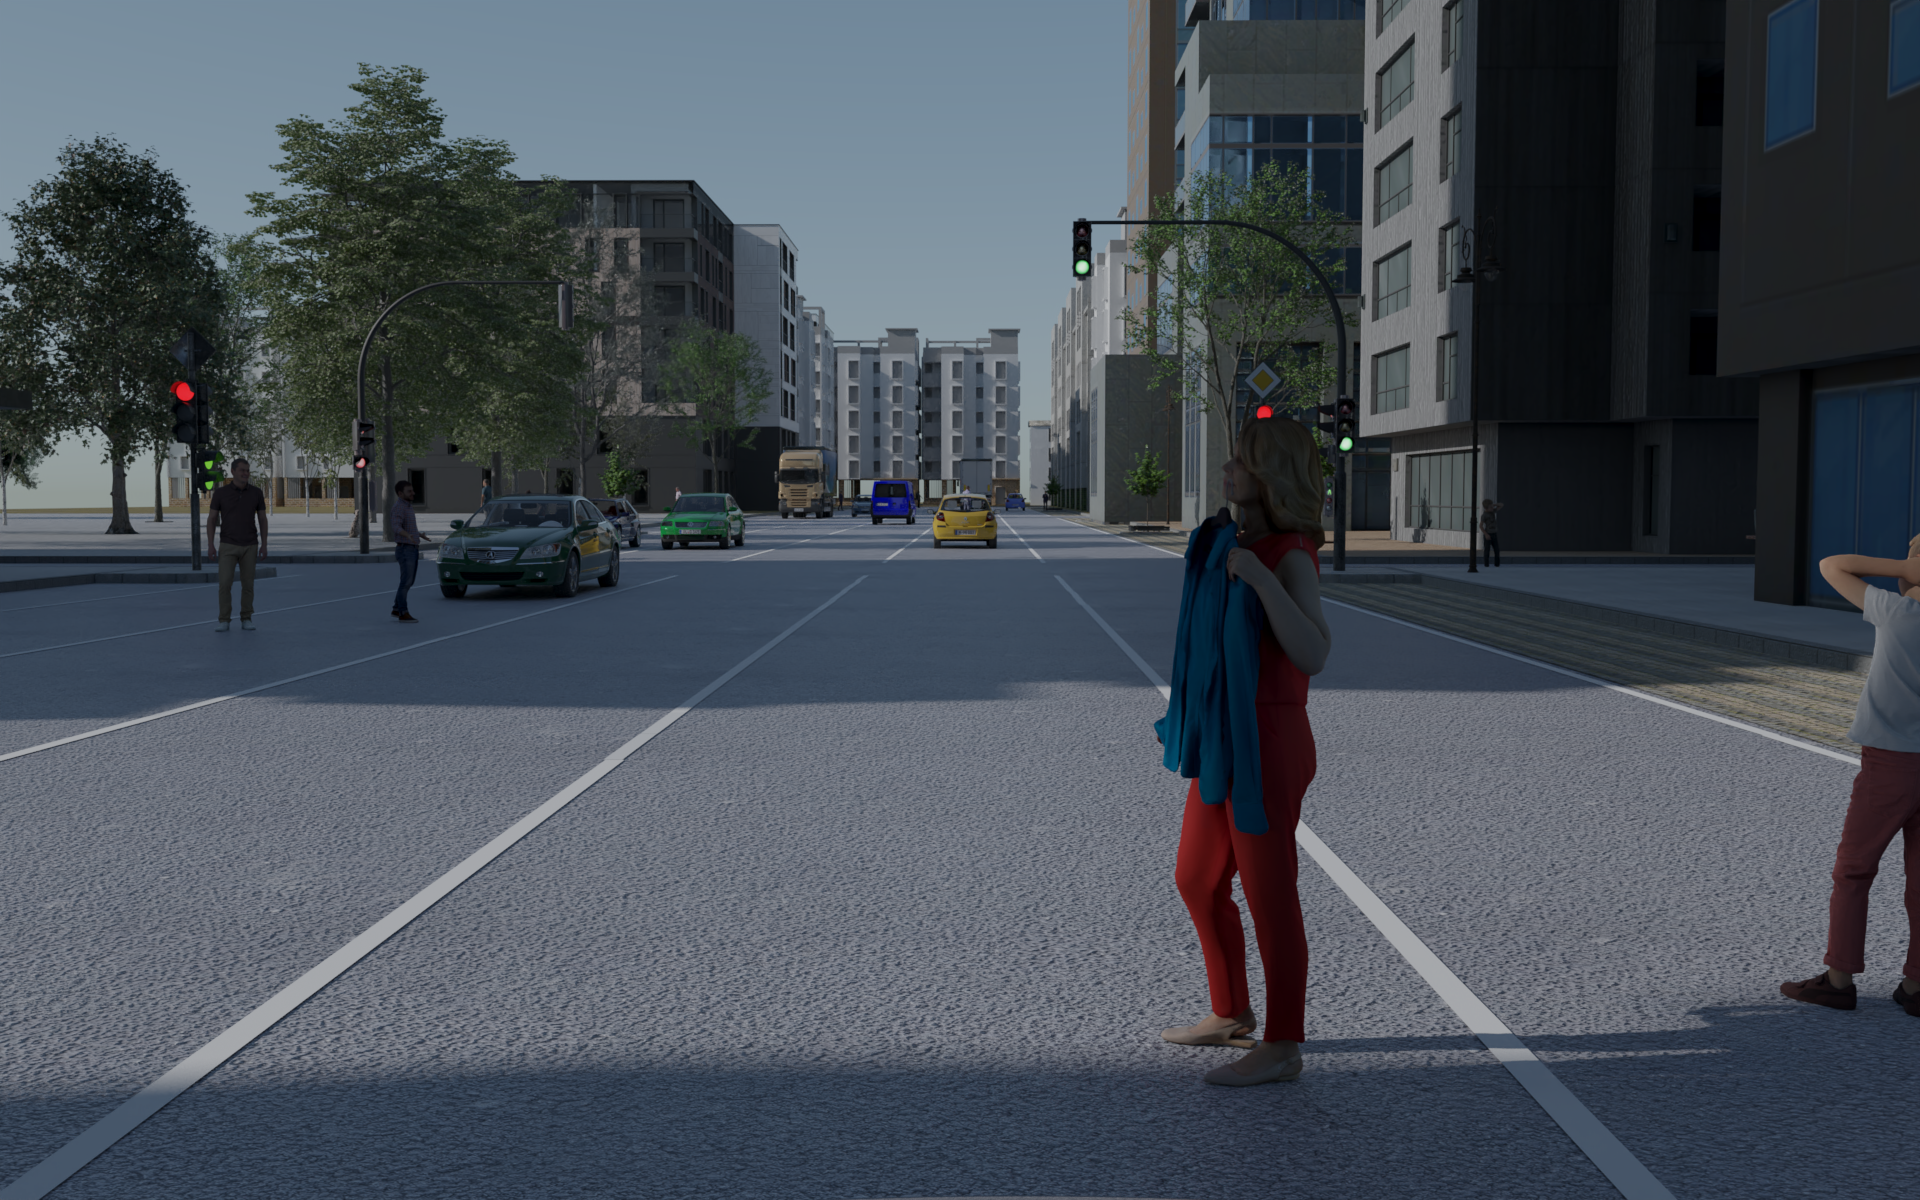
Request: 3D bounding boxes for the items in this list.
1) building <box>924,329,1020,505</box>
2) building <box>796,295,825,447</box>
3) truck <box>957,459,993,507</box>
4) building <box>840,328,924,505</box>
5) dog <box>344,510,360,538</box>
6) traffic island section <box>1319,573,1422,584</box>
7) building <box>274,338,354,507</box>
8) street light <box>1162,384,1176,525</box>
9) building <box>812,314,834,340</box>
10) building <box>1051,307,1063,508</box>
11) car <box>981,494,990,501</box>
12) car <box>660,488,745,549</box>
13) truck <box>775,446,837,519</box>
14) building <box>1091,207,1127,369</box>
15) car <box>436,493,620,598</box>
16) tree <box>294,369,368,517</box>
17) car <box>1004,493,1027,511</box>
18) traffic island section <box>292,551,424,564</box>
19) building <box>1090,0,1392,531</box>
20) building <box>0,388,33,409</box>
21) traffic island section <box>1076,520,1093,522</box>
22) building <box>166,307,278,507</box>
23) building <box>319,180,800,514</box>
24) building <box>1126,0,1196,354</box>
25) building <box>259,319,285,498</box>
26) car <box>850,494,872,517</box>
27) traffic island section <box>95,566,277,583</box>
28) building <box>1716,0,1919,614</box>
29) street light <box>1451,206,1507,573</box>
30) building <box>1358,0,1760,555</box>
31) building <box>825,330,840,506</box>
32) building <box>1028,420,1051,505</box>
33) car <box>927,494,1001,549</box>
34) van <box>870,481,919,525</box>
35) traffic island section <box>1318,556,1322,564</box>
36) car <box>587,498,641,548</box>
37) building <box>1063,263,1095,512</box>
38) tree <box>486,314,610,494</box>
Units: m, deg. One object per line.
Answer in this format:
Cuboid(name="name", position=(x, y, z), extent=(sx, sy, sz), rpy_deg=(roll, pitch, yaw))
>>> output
Cuboid(name="building", position=(1.263, -21.282, 204.387), extent=(11.380, 20.091, 16.016), rpy_deg=(0, 4, 1))
Cuboid(name="building", position=(-21.521, -18.733, 162.700), extent=(16.016, 20.091, 11.380), rpy_deg=(0, 4, 1))
Cuboid(name="truck", position=(1.230, -9.368, 142.080), extent=(2.839, 4.237, 11.283), rpy_deg=(0, 4, -1))
Cuboid(name="building", position=(-10.450, -21.245, 203.781), extent=(11.380, 20.091, 16.016), rpy_deg=(0, 4, 1))
Cuboid(name="dog", position=(-17.879, -2.234, 50.903), extent=(0.513, 0.831, 0.800), rpy_deg=(3, 5, 44))
Cuboid(name="traffic island section", position=(6.358, -0.411, 28.994), extent=(2.009, 0.180, 2.903), rpy_deg=(0, 4, 1))
Cuboid(name="building", position=(-62.354, -19.855, 181.050), extent=(11.380, 20.091, 16.016), rpy_deg=(0, 4, 1))
Cuboid(name="street light", position=(8.772, -6.120, 72.850), extent=(0.468, 5.910, 1.993), rpy_deg=(0, 4, 1))
Cuboid(name="building", position=(-32.398, -22.394, 210.124), extent=(32.646, 21.610, 27.936), rpy_deg=(0, 4, 1))
Cuboid(name="building", position=(18.103, -18.724, 172.589), extent=(16.747, 18.905, 31.486), rpy_deg=(0, 4, 1))
Cuboid(name="car", position=(1.172, -7.121, 126.206), extent=(2.009, 1.686, 4.222), rpy_deg=(0, 4, 2))
Cuboid(name="car", position=(-6.857, -2.300, 46.398), extent=(1.959, 1.807, 4.718), rpy_deg=(0, 4, 0))
Cuboid(name="truck", position=(-9.089, -7.022, 103.722), extent=(2.839, 4.237, 11.283), rpy_deg=(0, 4, 1))
Cuboid(name="building", position=(17.221, -16.105, 119.738), extent=(16.016, 20.091, 11.380), rpy_deg=(0, 4, 1))
Cuboid(name="car", position=(-6.248, -0.837, 25.484), extent=(2.131, 1.459, 4.920), rpy_deg=(0, 4, 0))
Cuboid(name="tree", position=(-36.312, -8.948, 96.658), extent=(4.360, 8.622, 3.978), rpy_deg=(0, 3, 0))
Cuboid(name="car", position=(4.729, -8.478, 148.206), extent=(1.945, 1.707, 3.694), rpy_deg=(0, 4, 2))
Cuboid(name="traffic island section", position=(-12.799, -0.912, 37.184), extent=(2.009, 0.180, 2.903), rpy_deg=(0, 4, 1))
Cuboid(name="building", position=(17.792, -46.470, 72.449), extent=(22.319, 86.520, 31.000), rpy_deg=(0, 4, 1))
Cuboid(name="building", position=(-30.106, -22.184, 17.331), extent=(28.867, 44.769, 22.147), rpy_deg=(0, 4, 1))
Cuboid(name="traffic island section", position=(6.985, -4.075, 89.486), extent=(1.991, 0.108, 1.994), rpy_deg=(0, 4, 1))
Cuboid(name="building", position=(-74.277, -19.894, 181.686), extent=(11.380, 20.091, 16.016), rpy_deg=(0, 4, 1))
Cuboid(name="building", position=(-27.621, -17.451, 129.299), extent=(27.936, 21.610, 32.646), rpy_deg=(0, 4, 1))
Cuboid(name="building", position=(17.590, -27.776, 104.254), extent=(14.600, 45.320, 14.200), rpy_deg=(0, 4, 1))
Cuboid(name="building", position=(-65.047, -22.388, 210.024), extent=(32.646, 21.610, 27.936), rpy_deg=(0, 4, 1))
Cuboid(name="car", position=(-5.953, -5.988, 109.912), extent=(2.014, 1.417, 4.499), rpy_deg=(0, 4, -1))
Cuboid(name="traffic island section", position=(-12.883, -0.423, 29.199), extent=(2.009, 0.180, 2.903), rpy_deg=(0, 4, 1))
Cuboid(name="building", position=(16.033, -22.177, 12.705), extent=(14.600, 45.320, 14.200), rpy_deg=(0, 4, 1))
Cuboid(name="street light", position=(8.387, -3.386, 28.146), extent=(0.468, 5.910, 1.993), rpy_deg=(0, 4, 1))
Cuboid(name="building", position=(18.029, -16.475, 41.068), extent=(14.107, 30.474, 14.160), rpy_deg=(0, 4, 1))
Cuboid(name="building", position=(-19.160, -19.859, 181.110), extent=(11.380, 20.091, 16.016), rpy_deg=(0, 4, 1))
Cuboid(name="building", position=(21.973, -15.865, 201.537), extent=(28.070, 9.664, 9.099), rpy_deg=(0, 4, 1))
Cuboid(name="car", position=(0.114, -2.243, 46.903), extent=(2.015, 1.641, 3.980), rpy_deg=(0, 4, -1))
Cuboid(name="van", position=(-3.151, -4.796, 82.800), extent=(2.240, 2.365, 5.245), rpy_deg=(0, 4, 1))
Cuboid(name="traffic island section", position=(6.441, -0.899, 36.979), extent=(2.009, 0.180, 2.903), rpy_deg=(0, 4, 1))
Cuboid(name="car", position=(-9.526, -2.009, 45.423), extent=(1.945, 1.354, 3.894), rpy_deg=(0, 4, 1))
Cuboid(name="building", position=(17.795, -16.802, 141.164), extent=(16.747, 18.905, 31.486), rpy_deg=(0, 4, 1))
Cuboid(name="tree", position=(-24.066, -10.653, 99.924), extent=(9.928, 11.665, 9.643), rpy_deg=(0, 3, 0))
